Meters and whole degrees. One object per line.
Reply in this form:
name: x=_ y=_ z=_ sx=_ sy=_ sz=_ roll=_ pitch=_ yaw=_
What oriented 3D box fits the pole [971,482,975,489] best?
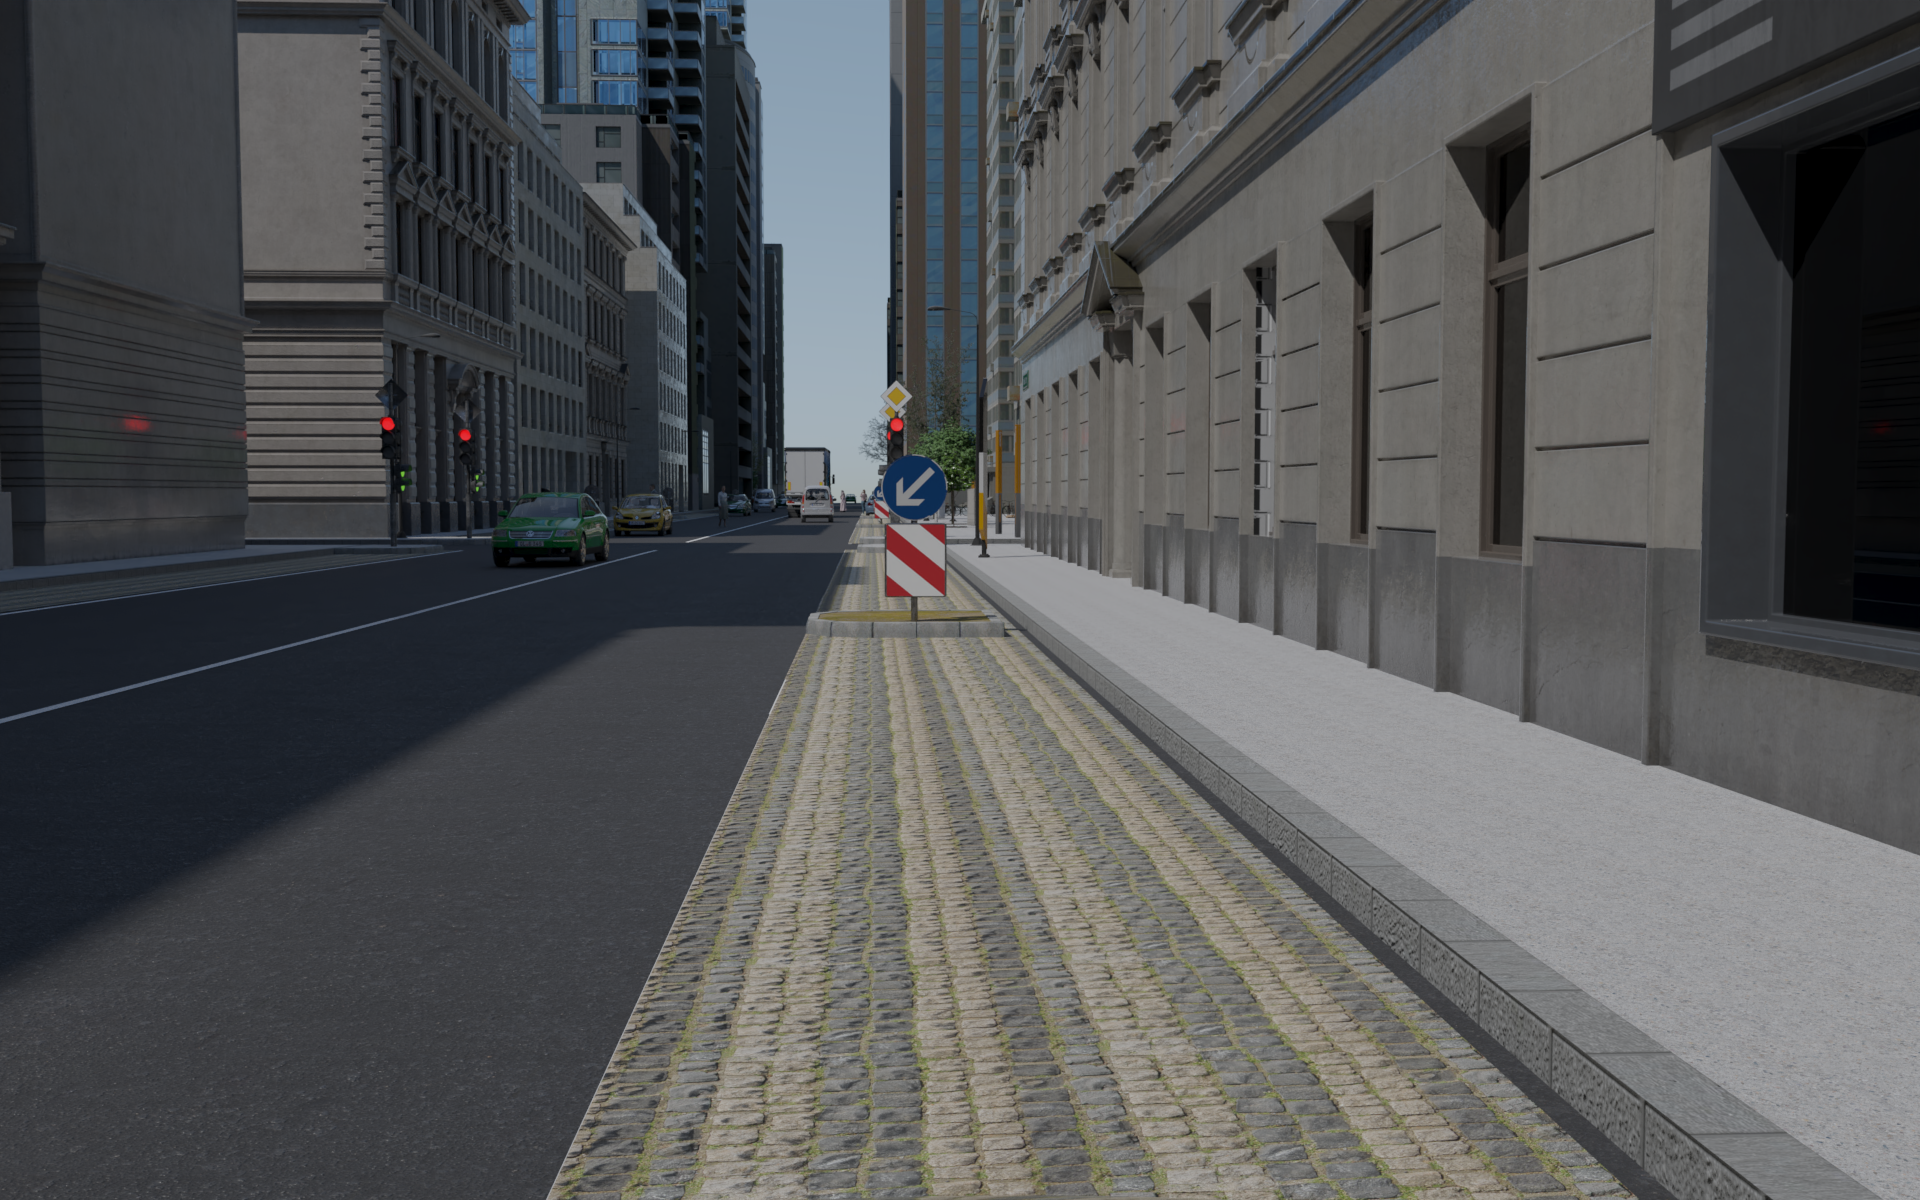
pole: x=0.651 y=-5.524 z=84.153 sx=0.158 sy=3.312 sz=0.155 roll=0 pitch=3 yaw=0

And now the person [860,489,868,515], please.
person: x=-6.576 y=-6.791 z=120.125 sx=0.593 sy=1.750 sz=0.643 roll=-3 pitch=5 yaw=-42

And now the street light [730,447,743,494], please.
street light: x=-21.843 y=-12.029 z=169.214 sx=1.470 sy=5.913 sz=1.316 roll=0 pitch=4 yaw=-3

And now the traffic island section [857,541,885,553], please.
traffic island section: x=-1.544 y=-1.267 z=42.989 sx=2.009 sy=0.180 sz=2.903 roll=0 pitch=4 yaw=-3

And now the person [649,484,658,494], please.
person: x=-11.750 y=-3.532 z=66.366 sx=0.853 sy=1.813 sz=0.709 roll=-2 pitch=4 yaw=-25

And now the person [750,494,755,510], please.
person: x=-18.830 y=-8.941 z=157.951 sx=1.065 sy=1.426 sz=0.557 roll=-3 pitch=5 yaw=-40

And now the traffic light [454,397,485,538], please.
traffic light: x=-14.238 y=-3.748 z=50.207 sx=0.839 sy=4.253 sz=0.868 roll=0 pitch=4 yaw=-3

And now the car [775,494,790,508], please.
car: x=-18.039 y=-10.110 z=177.095 sx=2.131 sy=1.459 sz=4.920 roll=0 pitch=4 yaw=-3

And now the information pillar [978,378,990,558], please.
information pillar: x=0.472 y=-2.660 z=34.846 sx=0.183 sy=3.616 sz=0.504 roll=1 pitch=4 yaw=11

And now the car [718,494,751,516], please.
car: x=-14.669 y=-6.189 z=112.991 sx=2.131 sy=1.459 sz=4.920 roll=0 pitch=4 yaw=-2

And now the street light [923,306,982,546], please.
street light: x=-0.106 y=-4.305 z=42.935 sx=1.470 sy=5.913 sz=1.316 roll=0 pitch=4 yaw=-3

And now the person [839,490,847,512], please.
person: x=-9.300 y=-7.833 z=137.232 sx=0.621 sy=1.740 sz=0.551 roll=0 pitch=4 yaw=1

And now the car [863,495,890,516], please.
car: x=-5.014 y=-5.872 z=108.013 sx=2.014 sy=1.417 sz=4.499 roll=0 pitch=4 yaw=-3

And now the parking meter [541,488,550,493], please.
parking meter: x=-17.256 y=-3.896 z=72.117 sx=0.372 sy=1.533 sz=0.369 roll=0 pitch=3 yaw=0

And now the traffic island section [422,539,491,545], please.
traffic island section: x=-14.278 y=-1.716 z=50.339 sx=2.009 sy=0.180 sz=2.903 roll=0 pitch=4 yaw=-3

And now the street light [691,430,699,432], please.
street light: x=-19.730 y=-9.415 z=126.474 sx=1.470 sy=5.913 sz=1.316 roll=0 pitch=4 yaw=-3

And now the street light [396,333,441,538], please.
street light: x=-15.716 y=-4.750 z=50.204 sx=1.470 sy=5.913 sz=1.316 roll=0 pitch=4 yaw=-3

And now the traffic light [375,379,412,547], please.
traffic light: x=-13.829 y=-3.261 z=42.232 sx=0.839 sy=4.253 sz=0.868 roll=0 pitch=4 yaw=-3

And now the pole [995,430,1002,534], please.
pole: x=1.240 y=-3.764 z=55.382 sx=0.158 sy=3.312 sz=0.155 roll=0 pitch=3 yaw=0

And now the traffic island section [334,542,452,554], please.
traffic island section: x=-13.870 y=-1.228 z=42.364 sx=2.009 sy=0.180 sz=2.903 roll=0 pitch=4 yaw=-3

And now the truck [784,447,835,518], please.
truck: x=-9.445 y=-7.337 z=108.865 sx=2.839 sy=4.237 sz=11.283 roll=0 pitch=4 yaw=-2

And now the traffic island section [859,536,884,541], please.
traffic island section: x=-1.953 y=-1.754 z=50.964 sx=2.009 sy=0.180 sz=2.903 roll=0 pitch=4 yaw=-3

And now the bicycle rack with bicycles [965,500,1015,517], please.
bicycle rack with bicycles: x=2.335 y=-5.264 z=99.443 sx=2.852 sy=0.926 sz=2.925 roll=-1 pitch=4 yaw=-23

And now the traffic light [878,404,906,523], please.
traffic light: x=-1.993 y=-3.788 z=50.848 sx=0.839 sy=4.253 sz=0.868 roll=0 pitch=4 yaw=-3

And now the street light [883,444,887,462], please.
street light: x=-6.068 y=-11.429 z=159.404 sx=1.470 sy=5.913 sz=1.316 roll=0 pitch=4 yaw=-3

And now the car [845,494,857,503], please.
car: x=-17.015 y=-15.921 z=269.101 sx=1.959 sy=1.807 sz=4.718 roll=0 pitch=4 yaw=-4

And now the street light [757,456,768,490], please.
street light: x=-23.916 y=-14.494 z=209.514 sx=1.470 sy=5.913 sz=1.316 roll=0 pitch=4 yaw=-3

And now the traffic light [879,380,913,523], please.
traffic light: x=-1.585 y=-3.300 z=42.873 sx=0.839 sy=4.253 sz=0.868 roll=0 pitch=4 yaw=-3

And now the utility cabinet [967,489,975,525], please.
utility cabinet: x=0.560 y=-3.797 z=70.757 sx=0.318 sy=1.500 sz=1.173 roll=1 pitch=4 yaw=13

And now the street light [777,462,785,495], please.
street light: x=-26.070 y=-17.136 z=252.712 sx=1.470 sy=5.913 sz=1.316 roll=0 pitch=4 yaw=-3

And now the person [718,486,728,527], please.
person: x=-10.414 y=-4.107 z=75.877 sx=0.478 sy=1.798 sz=0.641 roll=-2 pitch=4 yaw=-25

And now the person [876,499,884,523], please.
person: x=-3.823 y=-4.591 z=83.903 sx=0.444 sy=1.785 sz=0.601 roll=-3 pitch=5 yaw=-42

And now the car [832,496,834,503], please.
car: x=-20.588 y=-15.943 z=270.254 sx=1.945 sy=1.707 sz=3.694 roll=0 pitch=4 yaw=-3

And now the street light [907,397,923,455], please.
street light: x=-2.133 y=-6.699 z=82.066 sx=1.470 sy=5.913 sz=1.316 roll=0 pitch=4 yaw=-3

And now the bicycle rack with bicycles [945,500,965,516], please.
bicycle rack with bicycles: x=-0.812 y=-5.339 z=100.666 sx=2.925 sy=0.926 sz=2.852 roll=-1 pitch=4 yaw=-11

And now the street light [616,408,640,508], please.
street light: x=-17.868 y=-7.373 z=93.086 sx=1.470 sy=5.913 sz=1.316 roll=0 pitch=4 yaw=-3

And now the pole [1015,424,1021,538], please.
pole: x=1.701 y=-3.486 z=50.845 sx=0.158 sy=3.312 sz=0.155 roll=0 pitch=3 yaw=0
